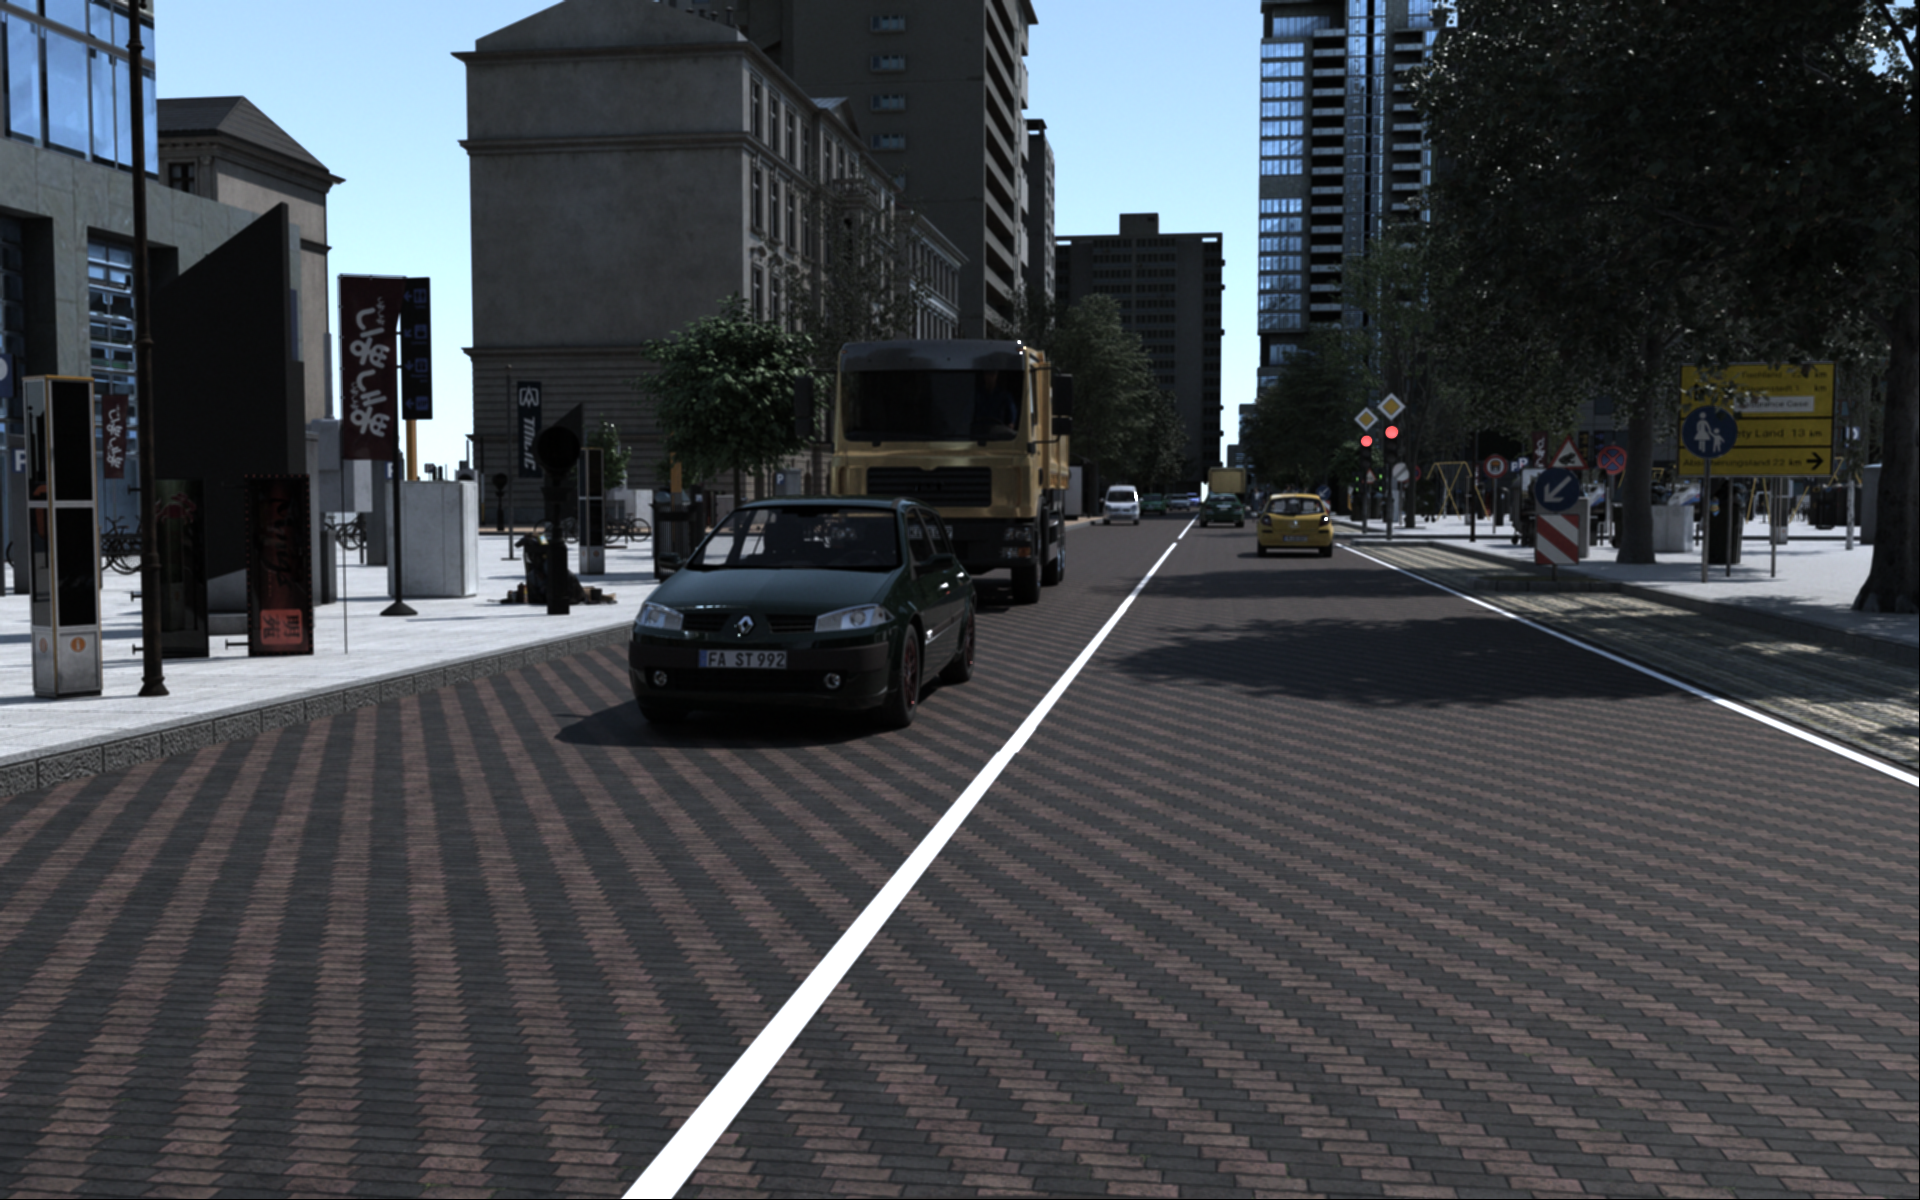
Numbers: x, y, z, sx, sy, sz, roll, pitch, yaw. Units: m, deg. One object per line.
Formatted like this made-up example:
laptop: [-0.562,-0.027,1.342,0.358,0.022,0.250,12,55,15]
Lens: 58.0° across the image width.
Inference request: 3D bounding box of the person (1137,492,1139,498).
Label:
person: [21.934,-12.462,212.966,1.217,1.736,0.721,-1,4,-18]

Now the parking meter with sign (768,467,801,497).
parking meter with sign: [-4.846,-3.234,49.142,0.543,3.016,1.738,3,4,37]

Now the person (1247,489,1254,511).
person: [25.007,-8.582,148.439,0.705,1.869,1.348,3,4,38]

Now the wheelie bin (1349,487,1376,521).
wheelie bin: [18.814,-4.494,81.386,0.980,1.594,0.693,-1,4,-18]

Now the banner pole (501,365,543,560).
banner pole: [-8.532,-2.674,33.733,0.863,3.779,0.401,-2,4,-24]

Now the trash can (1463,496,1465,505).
trash can: [33.436,-6.249,113.828,0.748,1.137,0.748,0,3,0]

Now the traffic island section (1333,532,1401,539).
traffic island section: [13.098,-2.061,55.983,2.009,0.180,2.903,1,4,8]

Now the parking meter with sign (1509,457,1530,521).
parking meter with sign: [26.374,-5.229,81.761,0.543,3.016,1.738,2,4,31]

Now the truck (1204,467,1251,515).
truck: [19.073,-7.813,123.665,3.469,3.379,9.791,1,4,9]

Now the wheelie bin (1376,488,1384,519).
wheelie bin: [20.943,-4.868,87.505,0.980,1.594,0.693,3,5,41]

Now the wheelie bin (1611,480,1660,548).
wheelie bin: [15.909,-2.030,41.102,0.693,1.594,0.980,-1,4,-19]

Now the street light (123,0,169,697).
street light: [-5.144,-2.329,10.869,0.468,5.910,1.993,1,4,8]

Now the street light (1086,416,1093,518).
street light: [6.887,-7.320,92.475,0.468,5.910,1.993,1,4,8]

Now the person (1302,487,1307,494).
person: [19.731,-5.557,99.129,0.755,1.850,0.659,1,4,19]

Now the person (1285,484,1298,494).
person: [12.711,-3.520,66.149,0.694,1.812,0.767,1,4,16]

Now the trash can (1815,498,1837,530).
trash can: [31.277,-3.116,62.594,0.748,1.137,0.748,0,3,0]

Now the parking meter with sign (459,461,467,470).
parking meter with sign: [-25.098,-5.726,89.887,1.738,3.016,0.543,2,4,23]

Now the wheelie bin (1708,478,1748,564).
wheelie bin: [14.119,-1.470,31.940,0.693,1.594,0.980,2,4,32]

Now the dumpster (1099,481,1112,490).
dumpster: [10.357,-7.403,123.527,1.502,2.255,1.985,1,4,8]

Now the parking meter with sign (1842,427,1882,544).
parking meter with sign: [23.378,-2.925,44.091,0.543,3.016,1.738,-2,4,-25]

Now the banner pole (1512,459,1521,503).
banner pole: [39.733,-8.185,123.839,0.863,3.779,0.401,3,4,38]

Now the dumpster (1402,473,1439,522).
dumpster: [20.968,-4.680,79.005,1.502,2.255,1.985,1,4,8]

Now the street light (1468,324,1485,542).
street light: [13.758,-4.497,46.307,0.468,5.910,1.993,1,4,8]

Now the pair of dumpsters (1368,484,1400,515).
pair of dumpsters: [24.789,-6.031,101.102,1.574,2.255,4.437,1,4,8]

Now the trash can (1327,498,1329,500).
trash can: [26.370,-6.948,125.252,0.748,1.137,0.748,0,3,0]

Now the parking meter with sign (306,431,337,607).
parking meter with sign: [-7.493,-1.421,19.492,0.543,3.016,1.738,0,4,-4]

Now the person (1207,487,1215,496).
person: [14.821,-5.749,102.355,0.638,1.841,0.748,-1,4,-18]

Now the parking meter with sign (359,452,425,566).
parking meter with sign: [-10.392,-2.136,31.192,1.738,3.016,0.543,3,5,43]

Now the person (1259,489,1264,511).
person: [26.040,-8.669,150.110,0.599,1.838,0.709,2,4,32]

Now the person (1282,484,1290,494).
person: [13.588,-3.940,72.768,0.795,1.843,0.661,1,4,21]

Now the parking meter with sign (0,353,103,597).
parking meter with sign: [-11.863,-1.599,22.413,0.543,3.016,1.738,1,4,9]

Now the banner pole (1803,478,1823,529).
banner pole: [31.769,-4.545,64.334,0.863,3.779,0.401,1,4,14]

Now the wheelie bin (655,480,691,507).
wheelie bin: [-6.640,-1.963,40.009,0.693,1.594,0.980,1,4,9]

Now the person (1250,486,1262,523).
person: [14.895,-4.811,87.191,0.581,1.822,0.654,1,4,11]

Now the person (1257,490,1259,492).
person: [26.168,-8.794,152.288,0.705,1.822,1.348,1,4,19]

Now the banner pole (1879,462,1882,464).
banner pole: [62.936,-7.842,118.235,0.863,3.779,0.401,-2,4,-33]

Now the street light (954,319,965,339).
street light: [-0.014,-4.474,45.945,0.468,5.910,1.993,1,4,8]

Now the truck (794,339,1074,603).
truck: [0.064,-1.778,24.987,3.469,3.379,9.791,0,4,6]

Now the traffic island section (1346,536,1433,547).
traffic island section: [11.936,-1.578,48.083,2.009,0.180,2.903,1,4,8]

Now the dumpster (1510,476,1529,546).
dumpster: [14.537,-2.296,43.296,1.264,1.857,1.865,1,4,8]

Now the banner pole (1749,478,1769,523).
banner pole: [35.339,-5.292,76.535,0.863,3.779,0.401,3,5,39]

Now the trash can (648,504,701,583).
trash can: [-4.136,-0.824,25.129,0.748,1.137,0.748,0,3,0]

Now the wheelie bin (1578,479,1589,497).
wheelie bin: [13.098,-1.800,37.339,0.980,1.594,0.693,0,4,-7]

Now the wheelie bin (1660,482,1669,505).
wheelie bin: [18.505,-2.308,45.642,0.693,1.594,0.980,0,4,1]

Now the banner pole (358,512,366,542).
banner pole: [-16.046,-3.462,46.622,0.401,3.779,0.863,-2,4,-24]

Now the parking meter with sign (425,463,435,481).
parking meter with sign: [-30.329,-6.302,99.303,0.543,3.016,1.738,-1,4,-13]

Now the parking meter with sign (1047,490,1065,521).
parking meter with sign: [4.411,-5.275,82.512,0.543,3.016,1.738,3,5,45]

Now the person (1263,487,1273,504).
person: [20.343,-6.510,114.304,0.648,1.900,0.474,-2,4,-35]
